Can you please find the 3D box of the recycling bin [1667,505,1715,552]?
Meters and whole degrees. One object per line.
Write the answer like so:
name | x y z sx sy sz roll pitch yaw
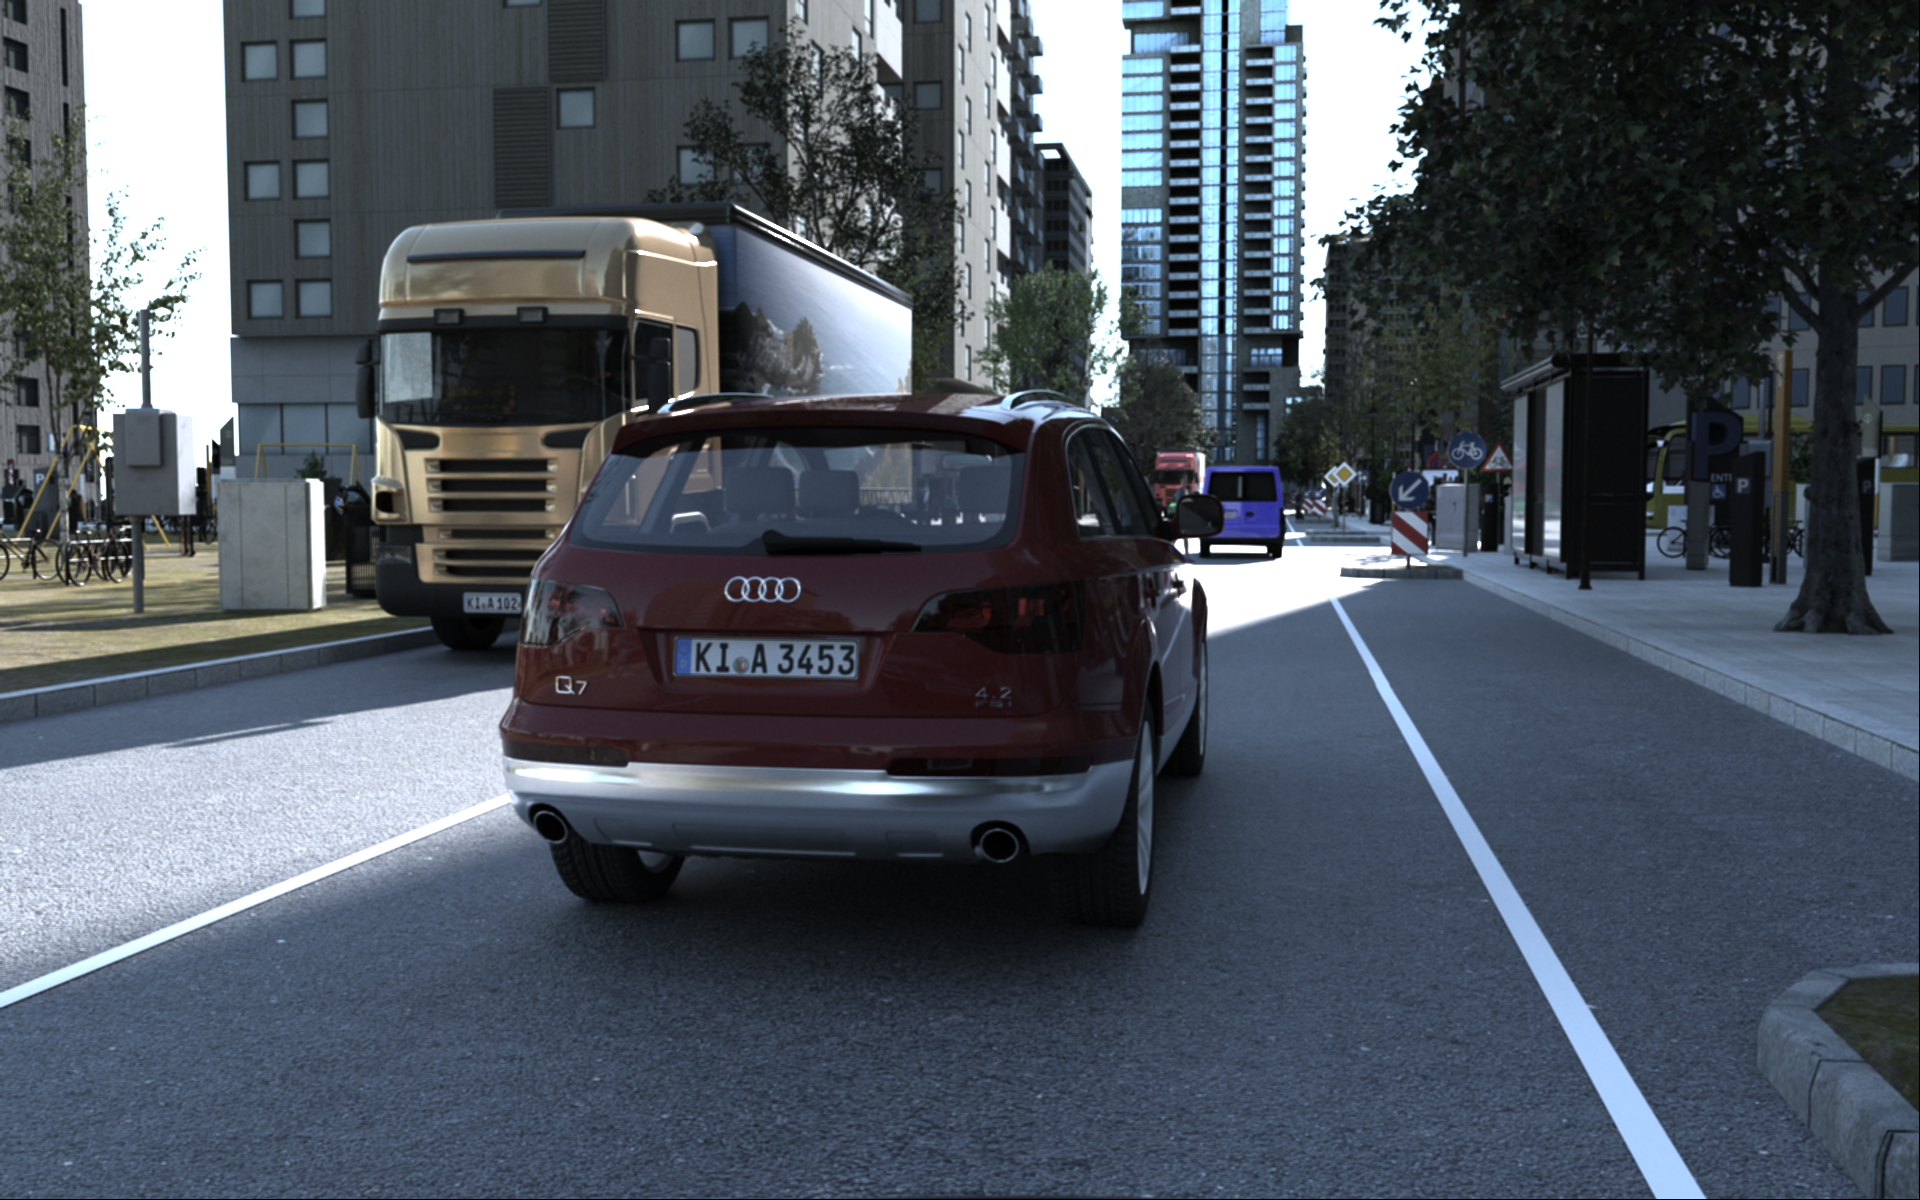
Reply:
recycling bin | 16.367 -1.605 38.795 0.722 1.027 0.722 -2 4 -29

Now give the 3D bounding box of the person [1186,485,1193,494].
person | 9.254 -3.716 69.604 0.721 1.781 0.623 -2 4 -25

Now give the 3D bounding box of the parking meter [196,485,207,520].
parking meter | -35.554 -4.623 81.294 0.255 1.863 0.399 0 4 0

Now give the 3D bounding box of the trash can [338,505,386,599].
trash can | -7.274 -0.596 21.393 0.748 1.137 0.748 0 3 0

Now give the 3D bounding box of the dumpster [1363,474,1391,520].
dumpster | 20.574 -5.035 84.821 1.502 2.255 1.985 1 4 10

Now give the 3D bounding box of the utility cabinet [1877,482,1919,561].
utility cabinet | 18.106 -1.495 33.114 1.173 1.500 0.318 -1 4 -23

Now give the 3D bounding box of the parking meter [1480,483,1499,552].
parking meter | 11.831 -1.853 38.701 0.372 1.533 0.369 0 3 0

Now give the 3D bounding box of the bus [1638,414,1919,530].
bus | 27.192 -3.807 53.785 12.252 3.916 2.896 1 4 9

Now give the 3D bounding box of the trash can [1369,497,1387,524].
trash can | 17.736 -3.784 73.524 0.748 1.137 0.748 0 3 0

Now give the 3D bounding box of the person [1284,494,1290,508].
person | 34.300 -10.696 183.477 1.348 1.812 0.705 0 4 5

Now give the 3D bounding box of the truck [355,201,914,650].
truck | -2.922 -1.846 19.095 2.839 4.237 11.283 1 4 11

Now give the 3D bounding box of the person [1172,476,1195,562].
person | 4.689 -1.723 36.694 0.581 1.822 0.654 -3 5 -39

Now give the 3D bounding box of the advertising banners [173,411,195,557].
advertising banners | -16.229 -2.444 36.152 0.090 3.025 2.074 -2 4 -33

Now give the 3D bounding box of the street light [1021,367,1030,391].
street light | 2.411 -5.523 63.092 0.468 5.910 1.993 1 4 10

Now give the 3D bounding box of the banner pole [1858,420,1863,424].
banner pole | 30.310 -4.196 58.624 0.401 3.779 0.863 0 4 2

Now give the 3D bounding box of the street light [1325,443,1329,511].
street light | 28.201 -9.795 132.941 0.468 5.910 1.993 1 4 10

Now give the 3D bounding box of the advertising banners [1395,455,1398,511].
advertising banners | 19.289 -4.913 76.510 0.090 3.025 2.074 1 4 17

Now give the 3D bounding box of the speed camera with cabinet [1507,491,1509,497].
speed camera with cabinet | 34.423 -7.019 109.099 2.038 3.252 0.660 3 4 36

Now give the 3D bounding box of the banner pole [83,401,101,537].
banner pole | -23.176 -3.443 46.309 0.401 3.779 0.863 0 4 3

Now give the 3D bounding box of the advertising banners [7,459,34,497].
advertising banners | -46.881 -5.524 86.512 2.074 3.025 0.090 2 4 27

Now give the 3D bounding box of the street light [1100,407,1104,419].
street light | 7.523 -7.272 91.682 0.468 5.910 1.993 1 4 10

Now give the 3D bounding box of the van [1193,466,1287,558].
van | 6.567 -2.216 40.610 2.240 2.365 5.245 1 4 8

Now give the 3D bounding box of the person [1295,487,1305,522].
person | 17.443 -4.900 89.039 0.534 1.772 0.576 -1 4 -16

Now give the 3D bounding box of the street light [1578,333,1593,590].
street light | 8.422 -3.081 23.157 0.468 5.910 1.993 1 4 10

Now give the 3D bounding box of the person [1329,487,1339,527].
person | 16.289 -4.089 75.532 0.466 1.800 0.511 -1 4 -13

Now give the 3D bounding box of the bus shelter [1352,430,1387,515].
bus shelter | 25.306 -7.884 106.531 2.179 5.291 8.768 1 4 10

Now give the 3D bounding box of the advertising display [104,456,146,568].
advertising display | -14.512 -1.524 30.128 0.123 1.923 0.974 0 4 7

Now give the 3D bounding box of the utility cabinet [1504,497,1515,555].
utility cabinet | 11.944 -1.554 36.570 1.020 1.237 0.306 -2 4 -33

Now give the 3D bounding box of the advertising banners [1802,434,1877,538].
advertising banners | 25.118 -3.261 49.513 2.074 3.025 0.090 3 5 43

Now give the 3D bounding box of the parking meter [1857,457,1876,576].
parking meter | 14.122 -1.315 27.218 0.399 1.863 0.255 -1 4 -20

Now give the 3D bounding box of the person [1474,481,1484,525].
person | 16.400 -2.853 55.051 0.656 1.842 0.836 1 4 19

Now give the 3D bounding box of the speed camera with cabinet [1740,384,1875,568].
speed camera with cabinet | 14.465 -2.156 29.592 2.038 3.252 0.660 3 4 37

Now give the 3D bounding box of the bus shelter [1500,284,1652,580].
bus shelter | 10.639 -3.196 29.884 2.179 5.291 8.768 1 4 10

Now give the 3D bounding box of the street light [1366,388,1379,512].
street light | 17.968 -6.281 75.489 0.468 5.910 1.993 1 4 10

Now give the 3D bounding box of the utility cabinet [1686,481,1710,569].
utility cabinet | 12.703 -1.290 29.772 0.318 1.500 1.173 2 4 26

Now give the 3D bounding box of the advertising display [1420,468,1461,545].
advertising display | 11.962 -2.322 43.182 0.974 1.923 0.123 1 4 23

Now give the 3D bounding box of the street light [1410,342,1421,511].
street light | 13.547 -4.832 51.796 0.468 5.910 1.993 1 4 10

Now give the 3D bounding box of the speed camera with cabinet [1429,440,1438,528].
speed camera with cabinet | 17.342 -4.285 64.395 0.660 3.252 2.038 0 4 1

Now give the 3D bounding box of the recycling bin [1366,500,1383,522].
recycling bin | 19.099 -4.105 79.678 0.722 1.027 0.722 1 4 9

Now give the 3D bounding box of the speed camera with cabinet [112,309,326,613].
speed camera with cabinet | -8.040 -1.498 18.828 2.038 3.252 0.660 0 4 -5

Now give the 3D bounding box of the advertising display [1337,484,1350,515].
advertising display | 24.026 -6.328 108.681 0.123 1.923 0.974 -3 5 -43

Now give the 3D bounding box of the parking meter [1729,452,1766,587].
parking meter | 10.905 -1.119 24.015 0.255 1.863 0.399 -2 4 -33

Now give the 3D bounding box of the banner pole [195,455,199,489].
banner pole | -48.852 -7.376 110.610 0.863 3.779 0.401 -3 5 -42

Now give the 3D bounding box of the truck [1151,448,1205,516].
truck | 13.771 -7.314 108.504 2.839 4.237 11.283 1 4 11

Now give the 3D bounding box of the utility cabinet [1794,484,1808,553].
utility cabinet | 18.589 -1.752 37.320 1.173 1.500 0.318 -1 4 -17

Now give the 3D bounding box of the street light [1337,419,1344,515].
street light | 22.946 -8.054 104.475 0.468 5.910 1.993 1 4 10

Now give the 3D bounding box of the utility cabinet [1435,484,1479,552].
utility cabinet | 11.012 -1.818 38.402 0.318 1.500 1.173 -1 4 -19

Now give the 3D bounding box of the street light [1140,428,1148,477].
street light | 12.753 -9.036 120.520 0.468 5.910 1.993 1 4 10
